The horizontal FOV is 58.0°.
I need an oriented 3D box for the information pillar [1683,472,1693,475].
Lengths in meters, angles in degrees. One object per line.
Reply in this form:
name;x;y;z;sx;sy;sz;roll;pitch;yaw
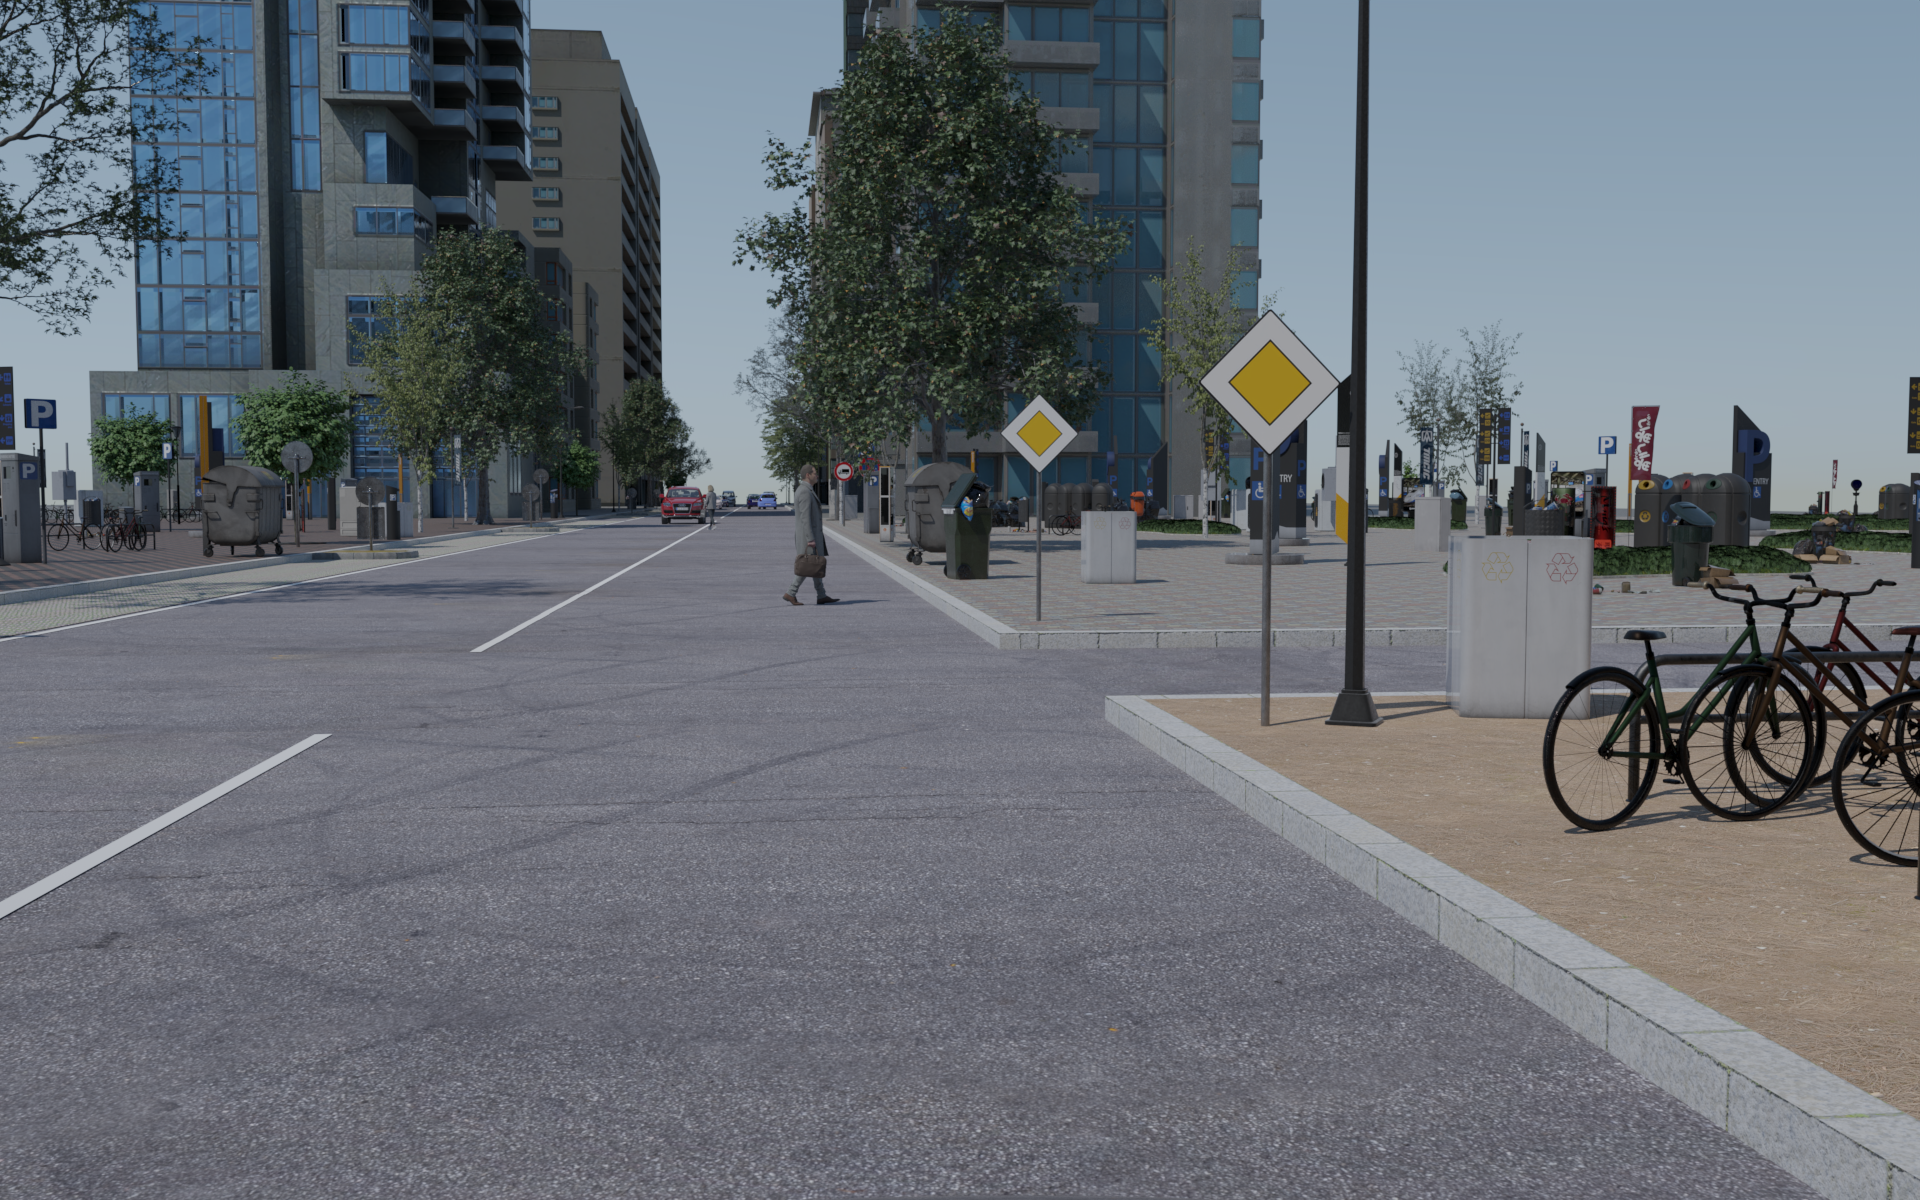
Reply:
information pillar;24.689;-3.321;58.792;0.304;2.012;0.304;2;4;32

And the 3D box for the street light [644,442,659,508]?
street light;-27.672;-11.161;155.027;1.470;5.913;1.316;0;4;-6

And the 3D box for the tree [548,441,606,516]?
tree;-22.324;-7.185;101.183;4.285;4.588;4.351;0;3;0

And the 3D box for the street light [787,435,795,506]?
street light;-12.707;-10.029;136.522;1.470;5.913;1.316;0;4;-6

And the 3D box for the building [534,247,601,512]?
building;-43.416;-17.703;134.475;27.650;21.520;28.899;0;4;-6

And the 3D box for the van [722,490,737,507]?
van;-26.351;-11.628;197.129;2.013;2.044;4.112;0;4;-7

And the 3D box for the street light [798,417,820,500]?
street light;-9.112;-8.100;104.980;1.470;5.913;1.316;0;4;-6

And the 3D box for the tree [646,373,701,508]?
tree;-29.559;-15.145;164.627;9.611;12.733;9.660;0;3;0

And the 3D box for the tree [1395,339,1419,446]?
tree;22.355;-8.036;81.748;4.360;8.622;3.978;0;3;0

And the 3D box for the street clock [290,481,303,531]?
street clock;-22.739;-3.354;59.403;0.471;2.002;0.358;-2;4;-32

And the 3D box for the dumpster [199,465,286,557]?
dumpster;-14.800;-1.835;35.754;1.264;1.857;1.865;0;4;-6

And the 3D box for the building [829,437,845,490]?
building;-7.389;-25.503;188.677;14.160;30.474;14.107;0;4;-6

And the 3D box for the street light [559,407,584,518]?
street light;-20.626;-7.302;91.925;1.470;5.913;1.316;0;4;-6

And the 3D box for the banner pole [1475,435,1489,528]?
banner pole;19.506;-4.561;64.586;0.863;3.779;0.401;-2;4;-31

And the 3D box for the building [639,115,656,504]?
building;-48.307;-35.645;206.502;21.300;48.544;21.600;0;4;-6

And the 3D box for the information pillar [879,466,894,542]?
information pillar;-1.950;-2.547;46.129;0.304;2.012;0.304;1;4;18

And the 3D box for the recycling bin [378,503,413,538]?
recycling bin;-16.685;-2.365;51.228;0.722;1.027;0.722;2;4;32

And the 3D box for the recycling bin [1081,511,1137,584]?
recycling bin;2.147;-0.764;25.038;0.722;1.027;0.722;0;4;-3

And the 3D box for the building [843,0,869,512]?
building;-1.809;-27.357;130.878;14.154;41.232;14.086;0;4;-6

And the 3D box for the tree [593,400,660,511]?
tree;-25.985;-11.172;133.025;4.737;8.622;4.395;0;3;0

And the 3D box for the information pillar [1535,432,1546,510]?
information pillar;22.096;-4.565;65.985;0.504;3.616;0.183;-2;4;-35

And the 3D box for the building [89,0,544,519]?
building;-36.746;-48.346;103.127;22.319;86.520;31.000;0;4;-6

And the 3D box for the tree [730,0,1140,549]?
tree;-0.503;-7.550;40.449;9.611;12.733;9.660;0;3;0

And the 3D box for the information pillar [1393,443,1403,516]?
information pillar;20.025;-5.376;79.254;0.183;3.616;0.504;-2;4;-30

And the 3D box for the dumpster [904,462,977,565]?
dumpster;-0.335;-1.592;31.781;1.264;1.857;1.865;0;4;-7

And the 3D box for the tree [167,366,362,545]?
tree;-17.033;-3.720;44.535;4.285;4.588;4.351;0;3;0

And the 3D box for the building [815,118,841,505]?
building;-9.071;-33.793;202.632;14.600;45.320;14.200;0;4;-6

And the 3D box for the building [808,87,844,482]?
building;-4.793;-38.813;223.823;28.713;52.752;27.495;0;4;-6

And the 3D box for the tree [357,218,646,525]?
tree;-20.047;-9.504;72.405;9.611;12.733;9.660;0;3;0

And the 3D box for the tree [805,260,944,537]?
tree;-1.887;-6.181;51.419;4.360;8.622;3.978;0;3;0

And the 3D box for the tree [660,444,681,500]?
tree;-31.603;-14.229;183.004;4.737;8.622;4.395;0;3;0

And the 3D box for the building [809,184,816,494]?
building;-14.127;-36.347;244.378;14.600;45.320;14.200;0;4;-6

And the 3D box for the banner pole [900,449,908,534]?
banner pole;-1.702;-3.990;55.254;0.401;3.779;0.863;0;4;-3

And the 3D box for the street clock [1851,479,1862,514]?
street clock;43.963;-4.918;84.980;0.471;2.002;0.358;1;4;11

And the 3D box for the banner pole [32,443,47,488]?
banner pole;-44.892;-5.775;84.444;0.401;3.779;0.863;2;4;25

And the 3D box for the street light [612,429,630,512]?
street light;-24.167;-9.231;123.474;1.470;5.913;1.316;0;4;-6

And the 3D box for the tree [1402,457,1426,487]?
tree;23.037;-5.778;89.065;1.663;3.219;1.824;0;3;0

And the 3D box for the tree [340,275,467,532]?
tree;-18.183;-6.552;57.482;4.737;8.622;4.395;0;3;0

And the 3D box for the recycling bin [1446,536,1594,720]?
recycling bin;3.279;0.144;10.198;0.722;1.027;0.722;1;4;8

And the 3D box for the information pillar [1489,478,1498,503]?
information pillar;25.129;-4.718;81.625;0.304;2.012;0.304;-2;4;-27

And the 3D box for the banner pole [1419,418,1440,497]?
banner pole;15.507;-4.098;57.025;0.863;3.779;0.401;-1;4;-9

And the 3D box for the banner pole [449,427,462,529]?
banner pole;-18.752;-4.550;64.410;0.863;3.779;0.401;3;5;42

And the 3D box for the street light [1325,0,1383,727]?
street light;1.668;-2.258;9.463;1.470;5.913;1.316;0;4;-6

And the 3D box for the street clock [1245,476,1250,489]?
street clock;11.754;-3.998;69.931;0.471;2.002;0.358;0;4;4

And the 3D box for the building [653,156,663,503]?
building;-50.777;-37.000;228.648;21.300;48.544;21.600;0;4;-6

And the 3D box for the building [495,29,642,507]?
building;-46.078;-34.334;185.057;21.300;48.544;21.600;0;4;-6

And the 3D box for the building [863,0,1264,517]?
building;5.518;-29.899;108.450;23.786;49.044;30.456;0;4;-6

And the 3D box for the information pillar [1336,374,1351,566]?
information pillar;6.947;-2.411;30.772;0.504;3.616;0.183;1;4;19

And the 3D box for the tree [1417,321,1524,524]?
tree;21.942;-7.529;73.464;4.360;8.622;3.978;0;3;0

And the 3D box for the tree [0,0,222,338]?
tree;-13.665;-5.353;21.939;8.767;10.594;7.601;-1;4;-15

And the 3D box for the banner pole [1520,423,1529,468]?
banner pole;19.706;-4.313;60.527;0.401;3.779;0.863;0;4;-5

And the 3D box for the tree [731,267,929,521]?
tree;-5.742;-10.591;83.538;12.009;13.543;11.850;0;3;0

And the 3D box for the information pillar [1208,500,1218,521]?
information pillar;9.601;-3.749;65.793;0.304;2.012;0.304;-1;4;-16

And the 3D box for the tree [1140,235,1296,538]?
tree;7.372;-6.099;50.077;4.737;8.622;4.395;0;3;0
